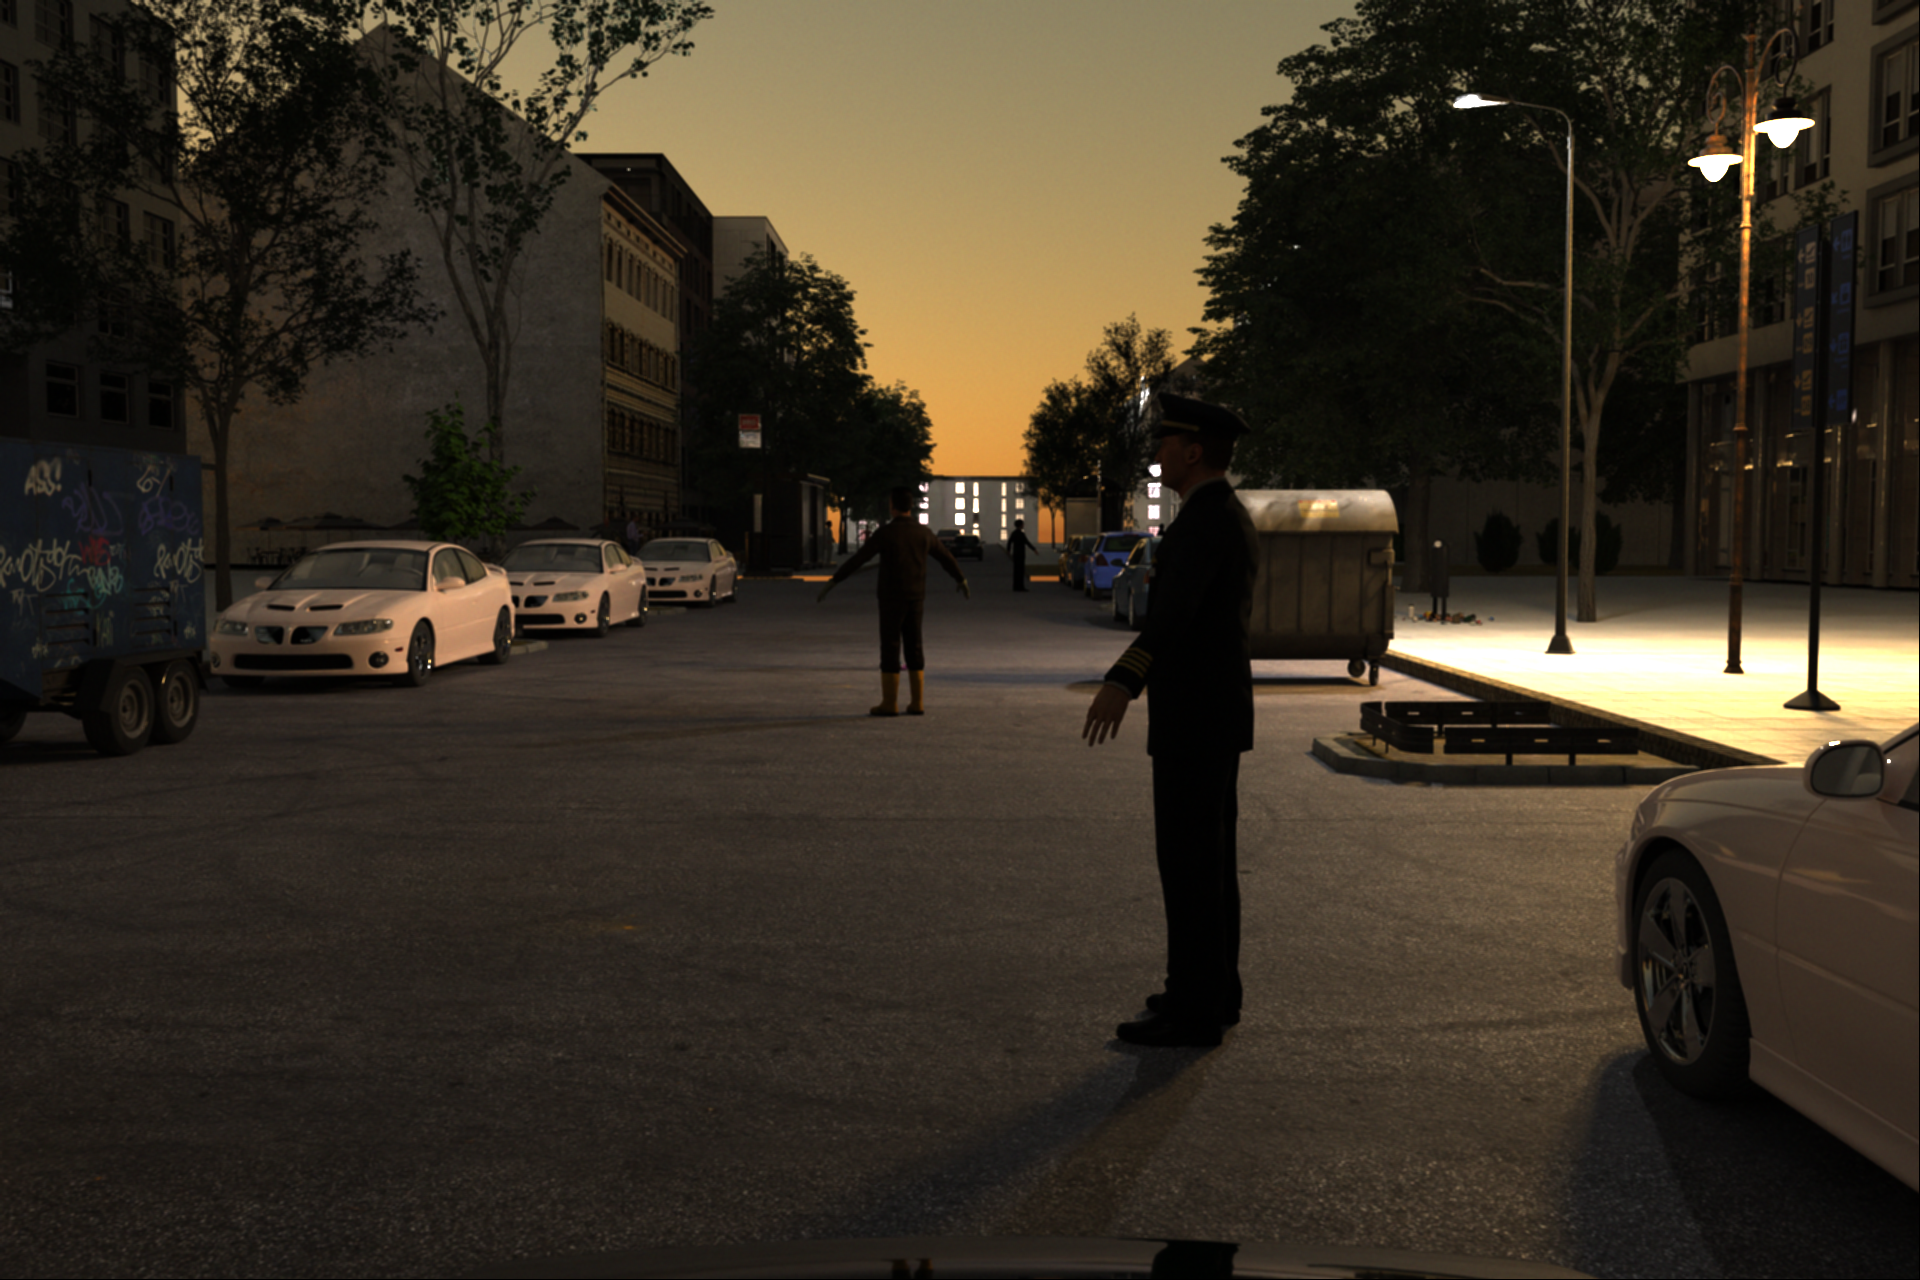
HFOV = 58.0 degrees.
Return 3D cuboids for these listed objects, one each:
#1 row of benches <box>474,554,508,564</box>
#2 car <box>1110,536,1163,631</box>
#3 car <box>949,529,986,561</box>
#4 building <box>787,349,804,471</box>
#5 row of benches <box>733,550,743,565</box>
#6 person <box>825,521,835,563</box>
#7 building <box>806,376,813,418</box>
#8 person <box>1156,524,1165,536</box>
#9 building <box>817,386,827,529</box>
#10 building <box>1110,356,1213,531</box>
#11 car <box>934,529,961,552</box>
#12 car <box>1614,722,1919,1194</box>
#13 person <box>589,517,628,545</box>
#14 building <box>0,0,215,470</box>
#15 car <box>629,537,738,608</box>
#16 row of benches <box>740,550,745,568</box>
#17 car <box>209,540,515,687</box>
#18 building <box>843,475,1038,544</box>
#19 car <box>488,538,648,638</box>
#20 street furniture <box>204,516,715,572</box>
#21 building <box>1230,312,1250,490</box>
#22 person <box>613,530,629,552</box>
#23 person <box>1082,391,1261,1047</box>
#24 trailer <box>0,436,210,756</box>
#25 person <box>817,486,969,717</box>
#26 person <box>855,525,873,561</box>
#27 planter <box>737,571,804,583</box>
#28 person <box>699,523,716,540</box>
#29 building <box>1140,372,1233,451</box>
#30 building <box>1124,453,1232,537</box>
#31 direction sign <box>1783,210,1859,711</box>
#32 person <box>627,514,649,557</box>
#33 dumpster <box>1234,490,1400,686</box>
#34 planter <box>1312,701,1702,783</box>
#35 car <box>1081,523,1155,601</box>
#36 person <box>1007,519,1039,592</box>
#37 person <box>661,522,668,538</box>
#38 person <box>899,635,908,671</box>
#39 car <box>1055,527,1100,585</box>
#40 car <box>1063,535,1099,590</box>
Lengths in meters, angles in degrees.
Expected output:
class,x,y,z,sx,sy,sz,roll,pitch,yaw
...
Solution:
class,x,y,z,sx,sy,sz,roll,pitch,yaw
row of benches,-15.246,-2.382,54.405,4.104,0.672,1.422,0,4,3
car,3.396,-0.919,27.024,2.014,1.417,4.499,0,4,0
car,0.379,-5.139,93.807,2.009,1.686,4.222,0,4,1
building,-21.768,-19.451,174.437,16.016,20.090,11.380,0,4,1
row of benches,-7.505,-3.434,71.604,4.104,0.672,1.422,2,4,27
person,-5.111,-3.778,67.950,0.705,1.806,1.347,0,4,6
building,-22.149,-20.599,193.212,16.016,20.090,11.380,0,3,0
person,9.037,-4.289,76.852,0.721,1.740,1.216,-2,4,-25
building,-22.510,-21.841,213.520,16.016,20.090,11.380,0,3,0
building,28.785,-23.875,221.281,19.493,23.208,18.063,0,4,1
car,-0.746,-6.781,119.547,2.281,1.827,5.304,0,4,1
car,2.753,0.574,2.981,2.083,1.381,4.827,0,3,0
person,-10.824,-2.865,53.113,1.348,1.796,0.705,-1,4,-10
building,-29.126,-13.699,42.399,11.959,24.771,22.079,0,4,1
car,-5.653,-1.386,35.019,2.083,1.381,4.827,0,4,1
row of benches,-8.170,-3.138,66.768,1.422,0.672,4.104,0,4,-7
car,-5.940,-0.328,17.721,2.083,1.381,4.827,0,4,1
building,-2.726,-18.479,246.731,28.070,9.664,9.099,0,4,-4
car,-5.806,-0.797,25.401,2.083,1.381,4.827,0,4,1
street furniture,-23.391,-3.548,63.034,27.439,1.986,14.083,0,4,4
building,26.598,-17.130,136.500,16.016,20.090,11.380,0,4,1
person,-13.929,-4.031,72.031,1.348,1.813,0.705,-3,5,-42
person,0.655,0.210,4.965,0.705,1.837,1.347,1,4,21
trailer,-6.060,-0.229,10.789,1.471,1.999,3.904,0,4,1
person,-0.478,-0.313,13.705,1.346,1.812,0.704,-2,4,-30
person,-4.379,-4.607,82.128,1.217,1.733,0.721,-1,4,-10
planter,-5.743,-1.894,52.109,1.991,0.319,1.994,0,4,1
person,-13.205,-5.194,90.683,0.705,1.858,1.354,3,4,37
building,26.490,-21.438,206.937,16.016,20.090,11.380,0,4,0
building,22.318,-14.444,178.304,9.099,9.664,28.070,0,4,1
direction sign,6.266,-1.262,12.634,0.379,3.537,0.876,0,4,1
person,-9.050,-2.616,48.684,0.599,1.838,0.709,-1,4,-21
dumpster,3.211,-0.525,16.804,1.865,1.857,1.264,0,4,0
planter,3.297,0.622,10.963,1.991,0.319,1.994,0,4,1
car,3.681,-1.773,38.586,1.945,1.707,3.694,0,4,0
person,1.505,-2.118,43.278,0.705,1.806,1.347,-2,4,-31
person,-12.290,-4.015,71.863,0.704,1.802,1.346,0,4,-1
person,-0.596,-0.401,18.288,0.599,1.433,0.991,0,4,-3
car,3.783,-2.454,50.348,2.015,1.641,3.980,0,4,0
car,3.774,-2.080,46.014,2.014,1.417,4.499,0,4,0
